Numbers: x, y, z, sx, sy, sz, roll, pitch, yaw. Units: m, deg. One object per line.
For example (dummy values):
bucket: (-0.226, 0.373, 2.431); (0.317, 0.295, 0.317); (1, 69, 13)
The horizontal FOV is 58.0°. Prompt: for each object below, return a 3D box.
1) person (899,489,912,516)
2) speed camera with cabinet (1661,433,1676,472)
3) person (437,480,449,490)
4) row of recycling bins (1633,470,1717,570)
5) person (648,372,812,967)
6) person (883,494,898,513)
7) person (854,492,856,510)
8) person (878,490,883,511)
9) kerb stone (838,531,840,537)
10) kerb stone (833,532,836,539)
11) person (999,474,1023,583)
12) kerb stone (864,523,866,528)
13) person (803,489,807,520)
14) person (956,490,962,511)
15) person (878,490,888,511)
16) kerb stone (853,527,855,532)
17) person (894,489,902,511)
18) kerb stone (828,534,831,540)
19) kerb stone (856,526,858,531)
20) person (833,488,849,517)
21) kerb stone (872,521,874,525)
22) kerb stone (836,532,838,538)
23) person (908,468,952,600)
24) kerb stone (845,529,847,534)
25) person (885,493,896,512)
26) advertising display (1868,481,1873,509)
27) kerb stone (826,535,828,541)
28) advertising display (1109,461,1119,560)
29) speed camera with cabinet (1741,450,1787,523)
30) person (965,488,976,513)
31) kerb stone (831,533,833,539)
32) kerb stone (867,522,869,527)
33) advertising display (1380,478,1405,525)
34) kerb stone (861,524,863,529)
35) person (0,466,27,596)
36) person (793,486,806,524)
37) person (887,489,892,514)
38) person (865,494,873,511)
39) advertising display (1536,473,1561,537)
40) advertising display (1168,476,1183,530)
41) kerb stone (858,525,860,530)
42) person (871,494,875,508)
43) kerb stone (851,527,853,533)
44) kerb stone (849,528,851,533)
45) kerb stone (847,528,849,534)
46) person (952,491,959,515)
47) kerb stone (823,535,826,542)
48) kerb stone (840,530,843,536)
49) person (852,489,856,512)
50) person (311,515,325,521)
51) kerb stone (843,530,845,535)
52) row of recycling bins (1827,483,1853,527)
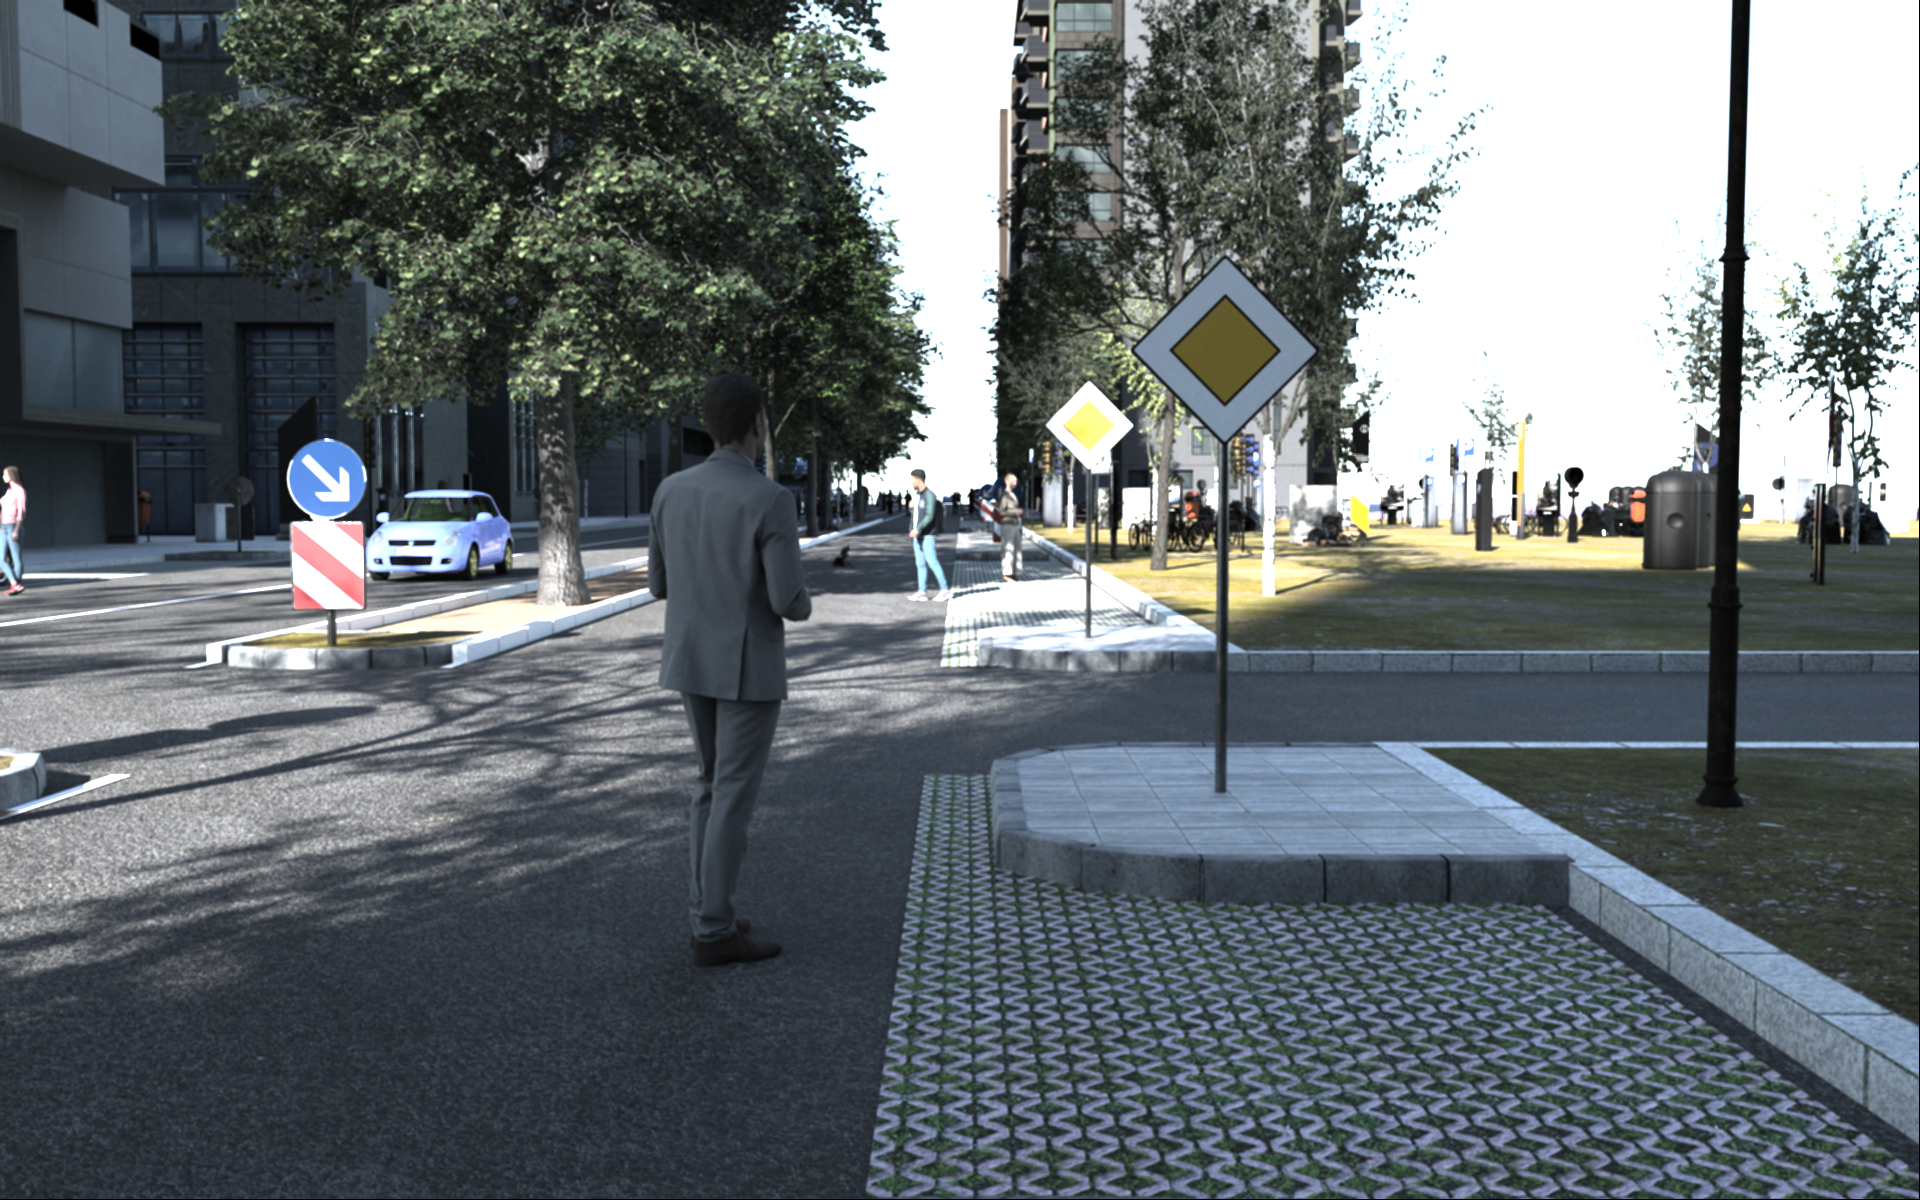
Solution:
person: (-3.543, -6.366, 113.114); (0.750, 1.759, 0.617); (-2, 4, -32)
speed camera with cabinet: (22.762, -3.723, 55.208); (0.660, 3.252, 2.038); (1, 4, 17)
person: (-11.621, -1.825, 38.928); (0.593, 1.750, 0.643); (2, 4, 28)
row of recycling bins: (12.837, -1.435, 30.572); (1.069, 1.692, 3.534); (2, 4, 32)
person: (-0.657, 0.202, 5.403); (0.606, 1.804, 0.583); (2, 4, 30)
person: (-5.197, -7.357, 129.499); (1.217, 1.735, 0.721); (1, 4, 18)
person: (-9.469, -9.114, 158.452); (0.436, 1.711, 0.756); (0, 4, -1)
person: (-6.864, -8.561, 149.145); (0.551, 1.740, 0.621); (2, 4, 30)
kerb stone: (-4.130, -2.139, 57.209); (0.120, 0.150, 1.000); (0, 4, 0)
kerb stone: (-4.132, -2.012, 55.160); (0.120, 0.150, 1.000); (0, 4, 0)
person: (0.839, -1.144, 27.754); (0.362, 1.759, 0.519); (2, 4, 25)
kerb stone: (-4.093, -3.020, 71.578); (0.120, 0.150, 1.000); (0, 4, 0)
person: (-8.329, -5.273, 95.431); (0.721, 1.743, 1.217); (0, 4, 2)
person: (-0.043, -8.484, 147.658); (0.683, 1.767, 0.568); (-1, 4, -17)
person: (-6.474, -8.457, 146.855); (0.705, 1.814, 1.350); (-3, 5, -44)
kerb stone: (-4.102, -2.580, 64.393); (0.120, 0.150, 1.000); (0, 4, 0)
person: (-5.261, -8.504, 147.415); (0.599, 1.838, 0.709); (-2, 4, -25)
kerb stone: (-4.138, -1.890, 53.107); (0.120, 0.150, 1.000); (0, 4, 0)
kerb stone: (-4.100, -2.706, 66.441); (0.120, 0.150, 1.000); (0, 4, 0)
person: (-7.295, -5.976, 106.198); (1.348, 1.826, 0.705); (2, 4, 33)
kerb stone: (-4.066, -3.396, 77.728); (0.120, 0.150, 1.000); (0, 4, 0)
kerb stone: (-4.137, -2.079, 56.181); (0.120, 0.150, 1.000); (0, 4, 0)
person: (-0.476, -0.891, 23.424); (0.721, 1.781, 0.623); (-2, 4, -31)
kerb stone: (-4.114, -2.330, 60.292); (0.120, 0.150, 1.000); (0, 4, 0)
person: (-5.643, -8.026, 139.868); (0.705, 1.807, 1.348); (3, 4, 38)
advertising display: (44.671, -4.879, 84.978); (0.123, 1.923, 0.974); (2, 4, 31)
kerb stone: (-4.135, -1.828, 52.085); (0.120, 0.150, 1.000); (0, 4, 0)
advertising display: (3.033, -1.772, 34.181); (0.123, 1.923, 0.974); (0, 4, 1)
speed camera with cabinet: (35.835, -5.083, 77.446); (2.038, 3.252, 0.660); (2, 4, 25)
person: (0.807, -6.704, 117.747); (1.348, 1.869, 0.705); (-3, 5, -41)
kerb stone: (-4.133, -1.954, 54.137); (0.120, 0.150, 1.000); (0, 4, 0)
kerb stone: (-4.081, -3.145, 73.624); (0.120, 0.150, 1.000); (0, 4, 0)
advertising display: (17.878, -4.062, 71.635); (0.974, 1.923, 0.123); (0, 4, 7)
kerb stone: (-4.093, -2.895, 69.527); (0.120, 0.150, 1.000); (0, 4, 0)
person: (-13.460, -0.982, 24.562); (0.555, 1.821, 0.388); (2, 4, 26)
person: (-7.611, -4.498, 82.227); (0.709, 1.800, 0.728); (-1, 4, -17)
person: (-4.970, -6.978, 122.607); (0.705, 1.823, 1.348); (-1, 4, -10)
person: (-7.666, -8.211, 142.734); (1.348, 1.826, 0.705); (-3, 5, -39)
advertising display: (17.768, -2.879, 52.285); (0.123, 1.923, 0.974); (-1, 4, -20)
advertising display: (7.563, -3.462, 61.819); (0.123, 1.923, 0.974); (-3, 4, -36)
kerb stone: (-4.100, -2.769, 67.472); (0.120, 0.150, 1.000); (0, 4, 0)
person: (-9.217, -10.433, 182.333); (0.557, 1.426, 1.065); (1, 4, 14)
kerb stone: (-4.108, -2.518, 63.371); (0.120, 0.150, 1.000); (0, 4, 0)
kerb stone: (-4.107, -2.456, 62.346); (0.120, 0.150, 1.000); (0, 4, 0)
kerb stone: (-4.125, -2.393, 61.319); (0.120, 0.150, 1.000); (0, 4, 0)
person: (-0.297, -6.795, 121.072); (0.593, 1.643, 0.415); (2, 4, 32)
kerb stone: (-4.137, -1.760, 51.058); (0.120, 0.150, 1.000); (0, 4, 0)
kerb stone: (-4.120, -2.204, 58.238); (0.120, 0.150, 1.000); (0, 4, 0)
person: (-8.208, -7.746, 135.143); (1.348, 1.824, 0.705); (-3, 4, -36)
person: (-11.348, -1.265, 30.990); (0.330, 1.601, 0.589); (1, 4, 21)
kerb stone: (-4.118, -2.259, 59.269); (0.120, 0.150, 1.000); (0, 4, 0)
row of recycling bins: (34.853, -3.752, 68.453); (1.069, 1.692, 3.534); (2, 4, 28)
